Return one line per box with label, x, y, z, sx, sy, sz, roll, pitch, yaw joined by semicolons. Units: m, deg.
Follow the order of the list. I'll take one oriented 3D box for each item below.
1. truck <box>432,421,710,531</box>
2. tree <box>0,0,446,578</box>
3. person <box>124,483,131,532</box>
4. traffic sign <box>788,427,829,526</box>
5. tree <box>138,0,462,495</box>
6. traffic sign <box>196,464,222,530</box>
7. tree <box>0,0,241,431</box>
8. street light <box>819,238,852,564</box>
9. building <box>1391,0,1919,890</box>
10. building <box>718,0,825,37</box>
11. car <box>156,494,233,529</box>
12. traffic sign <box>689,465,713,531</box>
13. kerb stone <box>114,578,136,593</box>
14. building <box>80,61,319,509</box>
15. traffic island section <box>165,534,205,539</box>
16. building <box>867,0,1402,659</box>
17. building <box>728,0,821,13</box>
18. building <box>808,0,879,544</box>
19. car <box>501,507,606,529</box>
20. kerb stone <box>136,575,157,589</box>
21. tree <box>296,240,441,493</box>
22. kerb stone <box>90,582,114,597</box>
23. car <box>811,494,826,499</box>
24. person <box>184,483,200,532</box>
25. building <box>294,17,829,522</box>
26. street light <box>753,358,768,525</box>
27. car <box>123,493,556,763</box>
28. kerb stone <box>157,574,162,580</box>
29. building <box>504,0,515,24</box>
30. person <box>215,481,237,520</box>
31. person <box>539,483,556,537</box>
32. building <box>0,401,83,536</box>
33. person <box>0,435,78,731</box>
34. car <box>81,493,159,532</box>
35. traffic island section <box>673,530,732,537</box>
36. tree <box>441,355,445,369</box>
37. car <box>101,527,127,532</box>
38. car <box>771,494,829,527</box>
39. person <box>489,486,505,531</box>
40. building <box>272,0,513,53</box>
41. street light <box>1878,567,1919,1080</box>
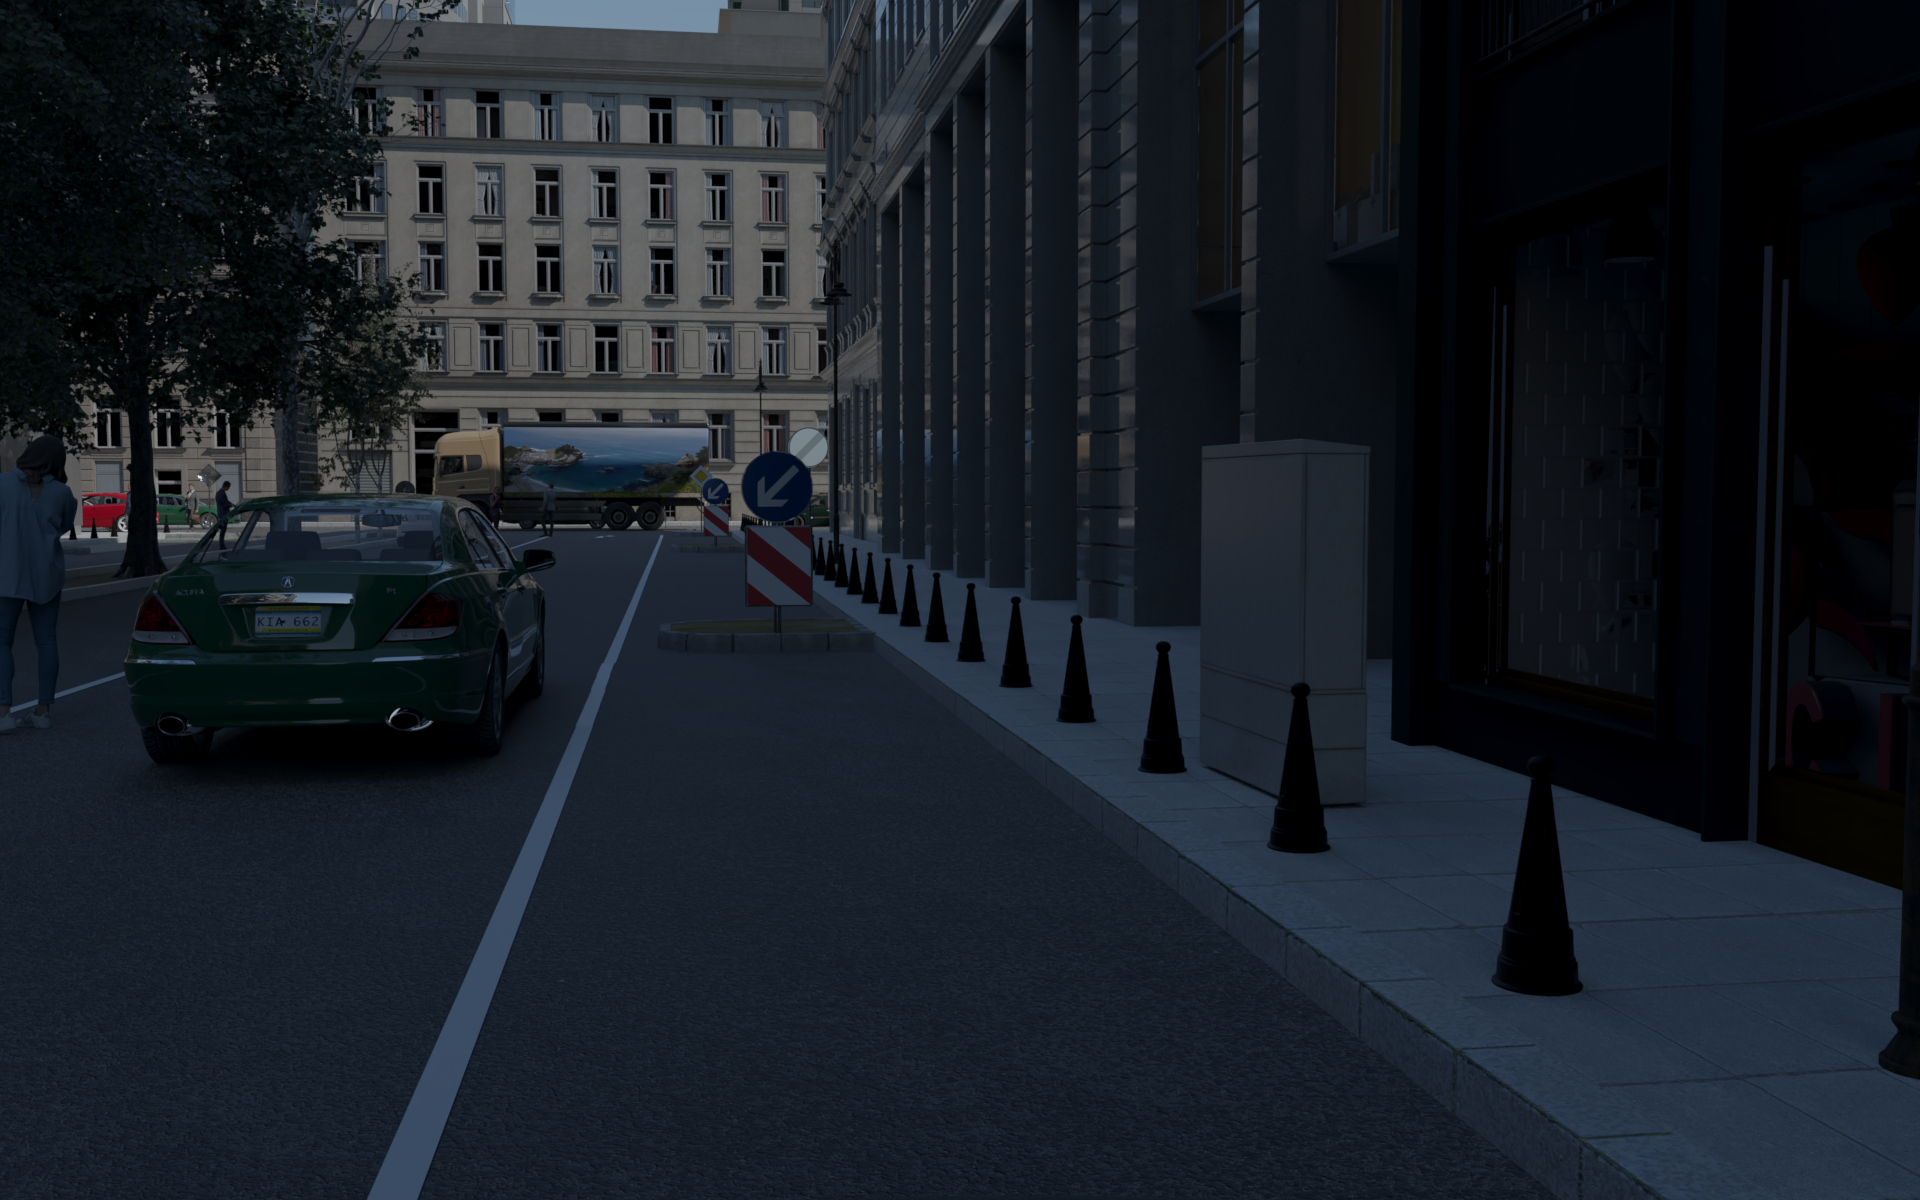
truck;-15.555;-4.854;68.272;11.283;4.237;2.839;-1;4;-9
tree;-14.072;-6.733;29.558;9.611;12.733;9.660;0;3;0
person;-28.602;-3.126;59.732;0.598;1.807;0.434;2;4;33
traffic sign;-2.885;-2.015;33.055;0.768;2.556;0.104;0;4;-5
tree;-16.819;-11.124;40.222;12.611;20.169;13.585;0;3;0
traffic sign;-24.680;-3.261;56.961;0.795;2.450;0.064;-1;4;-9
tree;-12.909;-6.768;19.764;9.857;13.997;8.962;0;3;0
street light;-2.264;-3.596;31.579;0.468;5.910;1.993;-1;4;-9
building;9.582;-10.510;1.515;12.332;23.373;15.834;-1;4;-9
building;-15.153;-31.151;159.436;14.600;45.320;14.200;-1;4;-9
car;-31.971;-3.601;70.673;4.920;1.459;2.131;-1;4;-9
traffic sign;-8.888;-3.416;59.493;0.795;2.450;0.064;-1;4;-9
kerb stone;-12.356;-0.194;25.440;0.120;0.150;1.000;-1;4;-9
building;-44.134;-17.397;81.707;25.104;27.353;12.463;-1;4;-9
traffic island section;-24.702;-2.125;57.019;2.009;0.180;2.903;-1;4;-9
building;5.840;-15.064;23.789;11.434;29.767;29.804;-1;4;-9
building;-19.045;-46.941;205.733;20.563;71.187;20.611;-1;4;-9
building;2.056;-13.033;49.247;11.583;22.565;21.152;-1;4;-9
car;-16.469;-3.661;71.649;4.920;1.459;2.131;-1;4;-10
kerb stone;-12.520;-0.260;26.451;0.120;0.150;1.000;-1;4;-9
tree;-17.387;-5.933;49.817;4.360;8.622;3.978;0;3;0
kerb stone;-12.192;-0.130;24.425;0.120;0.150;1.000;-1;4;-9
car;-5.650;-4.125;77.232;4.222;1.686;2.009;-1;4;-9
person;-28.121;-3.361;63.421;0.622;1.834;0.822;0;4;4
building;-16.302;-15.551;87.544;30.059;22.955;16.112;-1;4;-9
street light;-6.778;-5.271;58.975;0.468;5.910;1.993;-1;4;-9
car;-3.643;0.064;10.758;2.131;1.459;4.920;-1;4;-9
kerb stone;-12.684;-0.319;27.471;0.120;0.150;1.000;-1;4;-9
building;-73.410;-56.825;241.765;31.000;86.520;22.319;-1;4;-9
person;-18.528;-2.133;43.823;0.568;1.767;0.683;-3;5;-40
person;-13.840;-3.024;58.122;0.473;1.802;0.592;3;5;41
building;-41.499;-13.886;46.098;30.058;24.678;14.314;-1;4;-9
person;-5.681;-0.107;10.518;0.793;1.790;0.793;1;4;10
car;-31.950;-3.345;63.727;4.494;1.783;2.155;-1;4;-9
traffic island section;-8.866;-2.281;59.574;2.009;0.180;2.903;-1;4;-9
tree;-18.641;-6.279;55.486;4.360;8.622;3.978;0;3;0
car;-33.626;-3.286;66.082;4.827;1.381;2.083;-1;4;-11
car;-5.272;-3.539;67.656;4.222;1.686;2.009;-1;4;-10
person;-12.504;-2.256;46.859;0.415;1.643;0.593;-2;4;-35
building;-65.769;-40.195;199.193;28.212;58.520;21.231;-1;4;-9
street light;2.151;-1.890;3.687;0.468;5.910;1.993;-1;4;-9
